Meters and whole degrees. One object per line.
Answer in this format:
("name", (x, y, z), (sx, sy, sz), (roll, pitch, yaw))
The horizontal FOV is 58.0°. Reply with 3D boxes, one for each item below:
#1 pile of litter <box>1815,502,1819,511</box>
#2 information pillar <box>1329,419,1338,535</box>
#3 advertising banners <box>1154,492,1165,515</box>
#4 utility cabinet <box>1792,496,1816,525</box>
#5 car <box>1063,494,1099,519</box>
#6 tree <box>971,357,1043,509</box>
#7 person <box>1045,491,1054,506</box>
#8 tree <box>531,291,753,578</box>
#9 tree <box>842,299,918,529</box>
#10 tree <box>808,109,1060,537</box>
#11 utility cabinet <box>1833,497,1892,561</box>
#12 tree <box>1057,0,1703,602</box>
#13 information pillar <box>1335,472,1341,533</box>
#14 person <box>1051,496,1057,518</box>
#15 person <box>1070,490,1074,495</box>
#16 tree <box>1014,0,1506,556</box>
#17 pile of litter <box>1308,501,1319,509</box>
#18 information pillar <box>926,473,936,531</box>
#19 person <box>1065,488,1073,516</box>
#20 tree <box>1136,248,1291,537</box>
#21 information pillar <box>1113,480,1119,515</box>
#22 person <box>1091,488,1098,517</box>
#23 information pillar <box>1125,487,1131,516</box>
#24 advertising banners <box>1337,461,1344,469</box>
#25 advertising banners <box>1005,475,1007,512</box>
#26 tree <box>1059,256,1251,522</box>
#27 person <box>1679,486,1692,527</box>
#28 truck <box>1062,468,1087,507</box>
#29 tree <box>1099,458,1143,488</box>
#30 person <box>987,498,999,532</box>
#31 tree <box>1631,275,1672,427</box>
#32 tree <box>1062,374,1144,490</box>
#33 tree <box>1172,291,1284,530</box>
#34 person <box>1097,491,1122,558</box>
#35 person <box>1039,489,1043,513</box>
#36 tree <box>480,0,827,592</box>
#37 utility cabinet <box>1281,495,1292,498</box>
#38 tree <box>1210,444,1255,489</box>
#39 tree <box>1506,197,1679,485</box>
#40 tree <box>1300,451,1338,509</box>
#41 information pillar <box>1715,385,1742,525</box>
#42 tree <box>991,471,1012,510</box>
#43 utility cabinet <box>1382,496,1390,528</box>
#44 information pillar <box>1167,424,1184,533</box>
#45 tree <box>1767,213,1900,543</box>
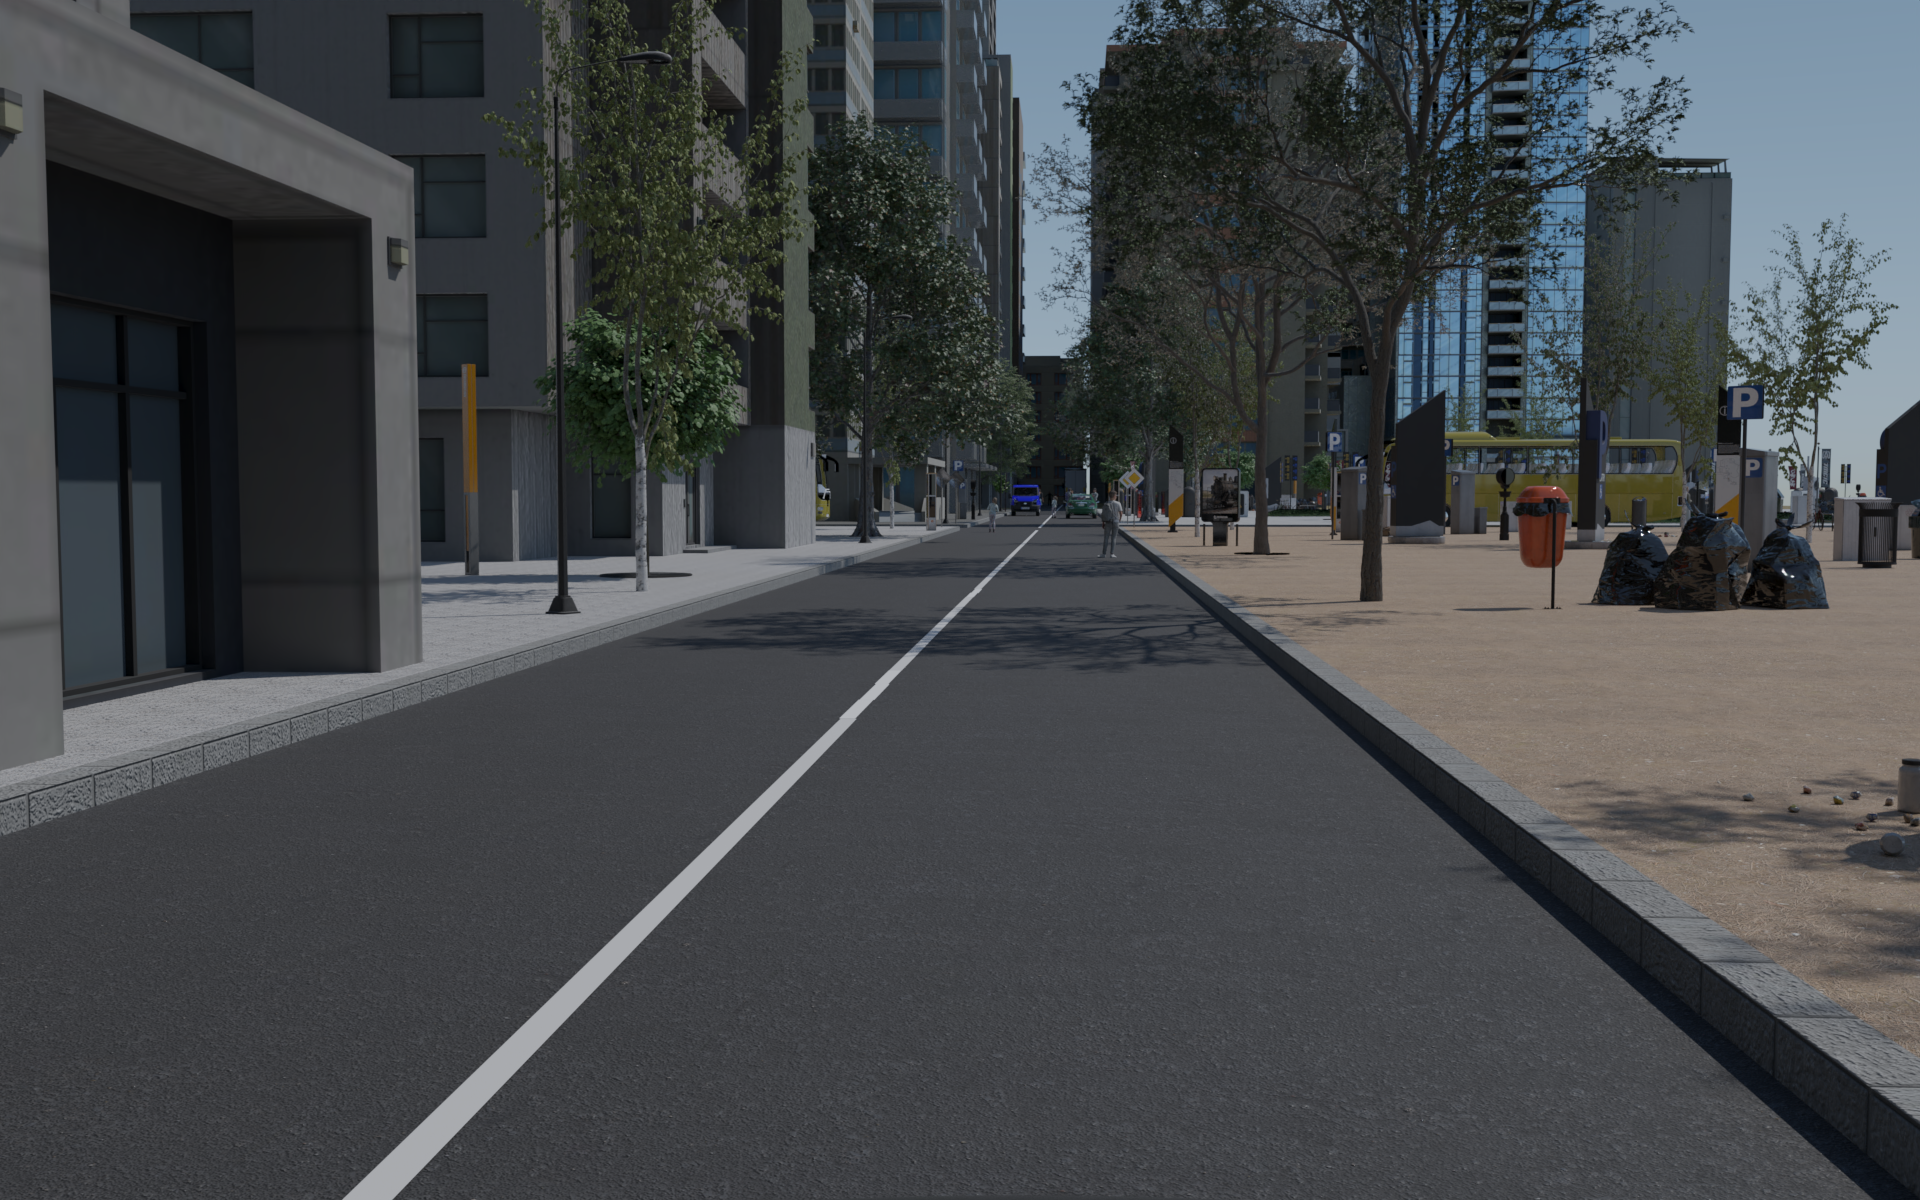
("pile of litter", (51.119, -5.515, 104.127), (1.176, 0.858, 1.719), (3, 5, 42))
("information pillar", (11.645, -3.829, 53.964), (0.183, 3.616, 0.504), (0, 4, 1))
("advertising banners", (12.559, -6.769, 106.868), (0.090, 3.025, 2.074), (-2, 4, -30))
("utility cabinet", (35.489, -3.774, 72.870), (1.020, 1.237, 0.306), (-1, 4, -23))
("car", (7.143, -5.516, 101.982), (2.131, 1.459, 4.920), (0, 4, 4))
("tree", (3.469, -13.810, 143.917), (7.486, 12.596, 7.792), (0, 3, 0))
("person", (11.083, -12.570, 214.152), (1.348, 1.807, 0.705), (-1, 4, -9))
("tree", (-4.947, -2.650, 27.042), (4.285, 4.588, 4.351), (0, 3, 0))
("tree", (-2.735, -6.947, 63.940), (4.737, 8.622, 4.395), (0, 3, 0))
("tree", (-2.710, -8.251, 51.919), (9.611, 12.733, 9.660), (0, 3, 0))
("utility cabinet", (17.405, -1.361, 33.414), (1.020, 1.237, 0.306), (-1, 4, -9))
("tree", (4.717, -5.247, 20.196), (8.767, 10.594, 7.601), (2, 4, 35))
("information pillar", (12.699, -3.258, 57.756), (0.304, 2.012, 0.304), (1, 4, 18))
("person", (5.502, -5.449, 101.869), (0.394, 1.301, 0.425), (2, 4, 28))
("person", (9.455, -8.384, 145.823), (0.600, 1.795, 0.529), (-1, 4, -10))
("tree", (6.233, -7.696, 36.193), (12.009, 13.543, 11.850), (0, 3, 0))
("pile of litter", (21.928, -5.700, 107.162), (1.176, 0.858, 1.719), (-3, 4, -37))
("information pillar", (-1.009, -3.435, 60.649), (0.304, 2.012, 0.304), (-1, 4, -16))
("person", (7.184, -6.435, 113.895), (0.473, 1.802, 0.592), (-1, 4, -11))
("tree", (7.278, -6.172, 51.270), (4.360, 8.622, 3.978), (0, 3, 0))
("information pillar", (8.119, -5.225, 89.916), (0.304, 2.012, 0.304), (0, 4, 8))
("person", (8.284, -6.031, 107.283), (0.511, 1.800, 0.466), (2, 4, 27))
("information pillar", (9.818, -5.912, 101.146), (0.304, 2.012, 0.304), (-1, 4, -11))
("advertising banners", (20.377, -5.713, 89.588), (2.074, 3.025, 0.090), (1, 4, 8))
("advertising banners", (3.330, -7.965, 126.409), (0.090, 3.025, 2.074), (0, 3, 0))
("tree", (8.791, -10.003, 80.550), (9.611, 12.733, 9.660), (0, 3, 0))
("person", (29.445, -3.742, 70.228), (0.362, 1.759, 0.519), (-2, 4, -28))
("truck", (12.871, -12.539, 193.926), (2.839, 4.237, 11.283), (0, 4, 3))
("tree", (10.982, -7.991, 114.373), (4.285, 4.588, 4.351), (0, 3, 0))
("person", (1.214, -3.186, 64.865), (0.425, 1.301, 0.394), (-1, 4, -15))
("tree", (24.798, -6.616, 58.531), (4.737, 8.622, 4.395), (0, 3, 0))
("tree", (12.111, -13.028, 138.767), (9.928, 11.665, 9.643), (0, 3, 0))
("tree", (9.703, -6.824, 61.938), (4.737, 8.622, 4.395), (0, 3, 0))
("person", (3.372, -1.705, 38.980), (0.503, 1.515, 0.523), (-2, 4, -24))
("person", (6.069, -7.523, 131.597), (0.616, 1.811, 0.778), (-1, 4, -15))
("tree", (-3.965, -4.421, 22.652), (4.737, 8.622, 4.395), (0, 3, 0))
("utility cabinet", (24.505, -7.310, 130.680), (1.020, 1.237, 0.306), (0, 4, 6))
("tree", (17.830, -7.871, 112.406), (4.285, 4.588, 4.351), (0, 3, 0))
("tree", (16.144, -5.716, 43.822), (4.360, 8.622, 3.978), (0, 3, 0))
("tree", (26.799, -8.783, 127.315), (4.285, 4.588, 4.351), (0, 3, 0))
("information pillar", (16.411, -2.793, 37.028), (0.504, 3.616, 0.183), (2, 4, 26))
("tree", (3.354, -8.807, 138.598), (1.663, 3.219, 1.824), (0, 3, 0))
("utility cabinet", (15.263, -3.053, 61.074), (1.020, 1.237, 0.306), (-3, 4, -39))
("information pillar", (7.183, -4.058, 57.696), (0.504, 3.616, 0.183), (1, 4, 11))
("tree", (22.117, -5.812, 45.387), (4.737, 8.622, 4.395), (0, 3, 0))
